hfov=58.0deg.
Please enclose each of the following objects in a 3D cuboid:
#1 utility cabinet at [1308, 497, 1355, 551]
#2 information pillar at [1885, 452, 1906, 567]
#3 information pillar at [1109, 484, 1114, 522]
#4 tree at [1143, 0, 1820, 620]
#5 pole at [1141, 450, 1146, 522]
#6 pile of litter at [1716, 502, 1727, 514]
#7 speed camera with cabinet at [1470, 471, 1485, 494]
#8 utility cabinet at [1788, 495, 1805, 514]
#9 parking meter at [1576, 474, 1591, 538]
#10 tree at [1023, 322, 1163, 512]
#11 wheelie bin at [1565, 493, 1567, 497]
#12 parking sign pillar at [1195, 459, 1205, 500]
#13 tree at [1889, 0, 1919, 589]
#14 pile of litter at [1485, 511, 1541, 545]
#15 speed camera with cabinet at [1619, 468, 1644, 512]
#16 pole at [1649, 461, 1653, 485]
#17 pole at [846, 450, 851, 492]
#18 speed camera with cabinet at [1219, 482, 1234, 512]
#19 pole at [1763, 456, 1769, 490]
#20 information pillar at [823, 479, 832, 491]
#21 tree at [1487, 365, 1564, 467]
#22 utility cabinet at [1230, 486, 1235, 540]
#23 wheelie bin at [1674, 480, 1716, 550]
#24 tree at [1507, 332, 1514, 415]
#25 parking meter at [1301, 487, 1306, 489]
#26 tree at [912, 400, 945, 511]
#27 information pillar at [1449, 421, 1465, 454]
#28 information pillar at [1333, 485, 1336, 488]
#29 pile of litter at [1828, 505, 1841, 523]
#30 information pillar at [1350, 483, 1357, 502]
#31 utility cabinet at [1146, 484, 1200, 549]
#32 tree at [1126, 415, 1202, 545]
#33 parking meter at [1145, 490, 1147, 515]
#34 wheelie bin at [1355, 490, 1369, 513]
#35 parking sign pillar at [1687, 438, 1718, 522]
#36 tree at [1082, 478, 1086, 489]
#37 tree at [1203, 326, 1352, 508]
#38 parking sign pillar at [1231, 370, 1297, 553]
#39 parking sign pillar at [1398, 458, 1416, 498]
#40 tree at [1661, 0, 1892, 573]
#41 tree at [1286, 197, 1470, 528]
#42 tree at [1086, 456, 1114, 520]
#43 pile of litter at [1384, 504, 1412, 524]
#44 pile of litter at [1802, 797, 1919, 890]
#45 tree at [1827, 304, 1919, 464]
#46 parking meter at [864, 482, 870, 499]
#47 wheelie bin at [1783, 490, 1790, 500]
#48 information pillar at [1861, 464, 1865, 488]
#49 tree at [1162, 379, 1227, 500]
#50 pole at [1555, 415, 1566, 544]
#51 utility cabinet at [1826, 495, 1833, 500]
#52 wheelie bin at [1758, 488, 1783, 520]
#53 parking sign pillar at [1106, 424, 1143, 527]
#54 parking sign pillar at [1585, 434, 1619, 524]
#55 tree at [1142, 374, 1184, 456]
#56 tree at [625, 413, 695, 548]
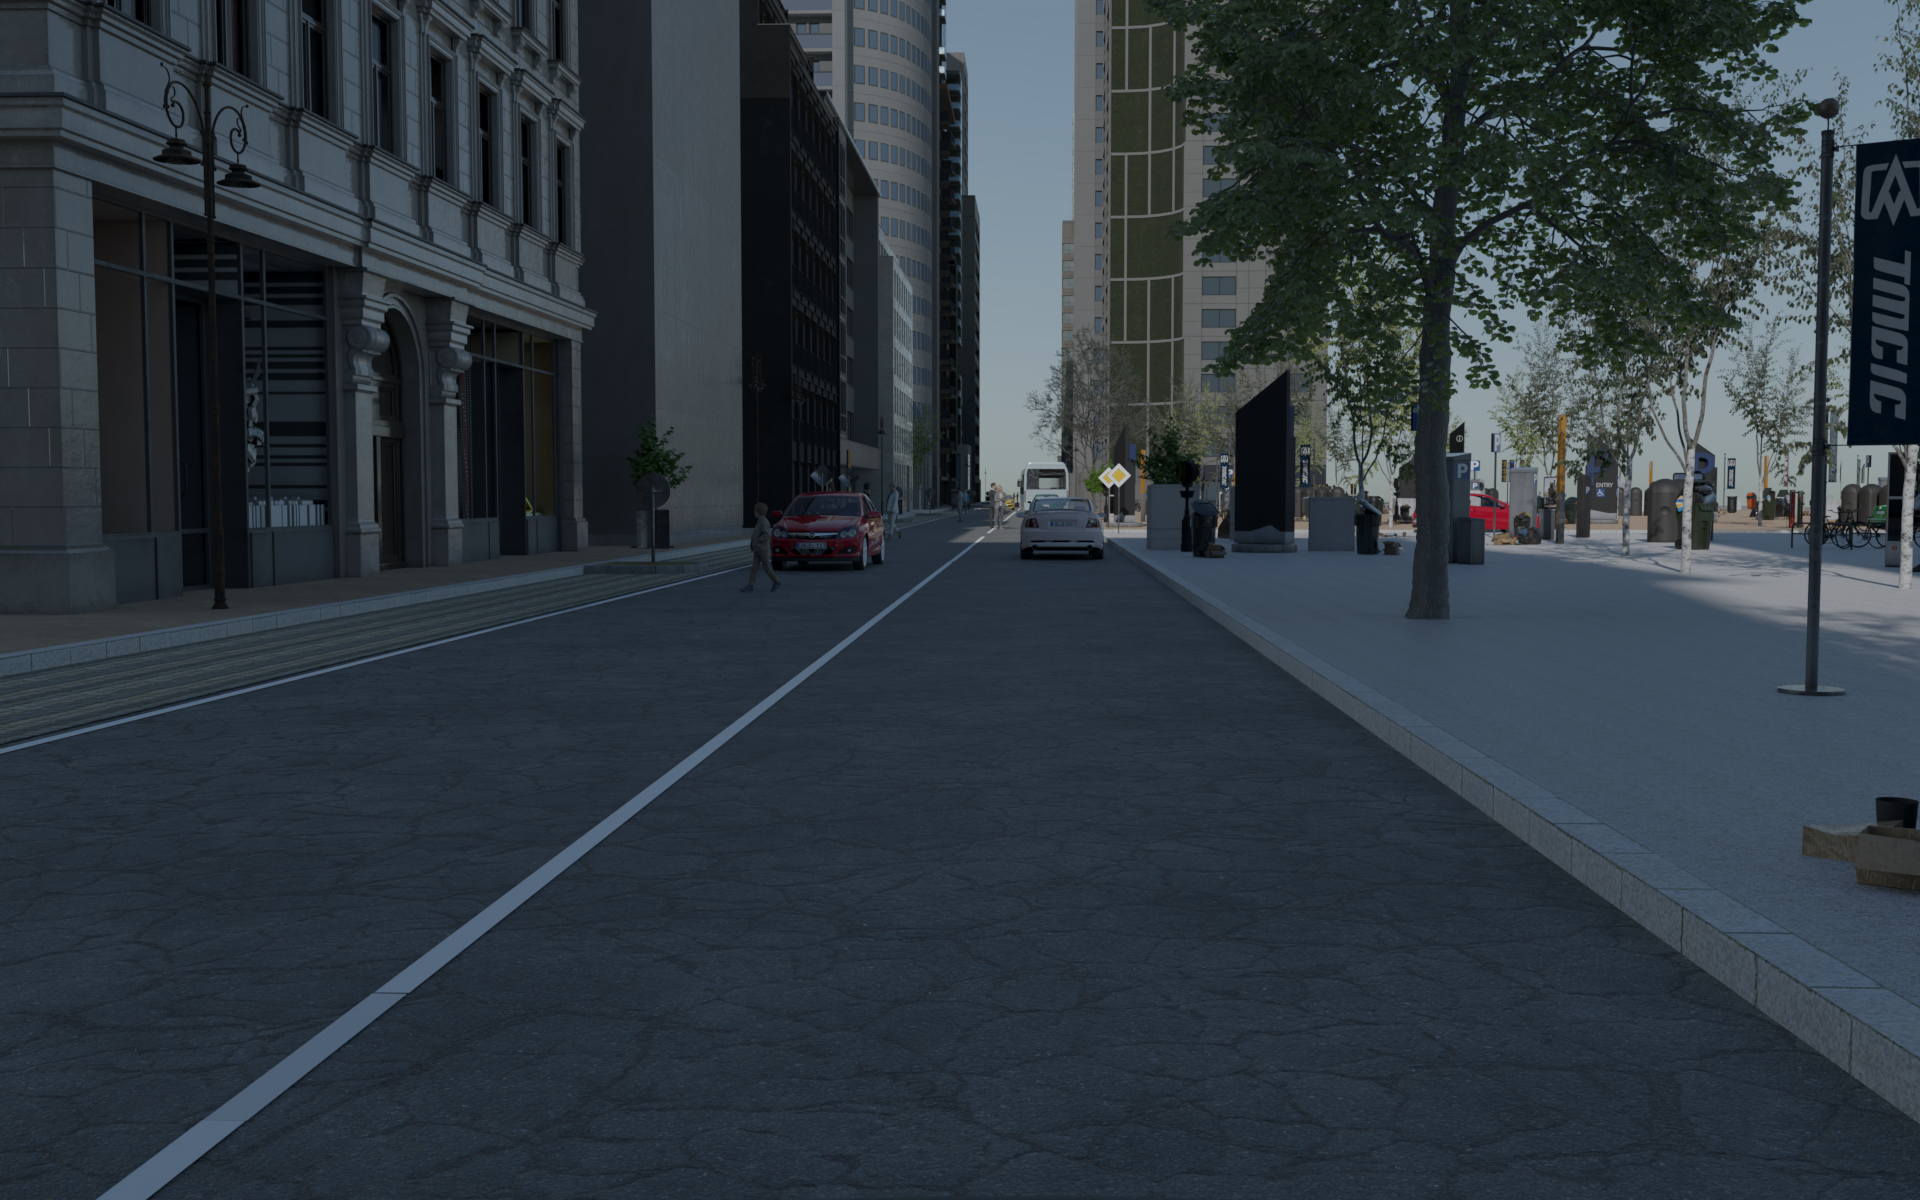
[{"bbox_3d":[8.365,-1.701,38.974,1.020,1.237,0.306,1,4,13],"label":"utility cabinet"},{"bbox_3d":[16.426,-1.582,30.352,0.304,2.012,0.304,3,4,36],"label":"information pillar"},{"bbox_3d":[6.410,-4.173,72.715,0.304,2.012,0.304,1,4,9],"label":"information pillar"},{"bbox_3d":[5.196,-6.095,17.786,7.486,12.596,7.792,0,3,0],"label":"tree"},{"bbox_3d":[8.451,-5.263,79.894,0.158,3.312,0.155,0,3,0],"label":"pole"},{"bbox_3d":[50.174,-6.151,114.533,1.719,0.858,1.176,-1,4,-16],"label":"pile of litter"},{"bbox_3d":[30.435,-6.686,103.647,2.038,3.252,0.660,-2,4,-26],"label":"speed camera with cabinet"},{"bbox_3d":[53.356,-6.082,110.596,1.020,1.237,0.306,2,4,35],"label":"utility cabinet"},{"bbox_3d":[18.334,-2.764,50.903,0.399,1.863,0.255,-3,4,-36],"label":"parking meter"},{"bbox_3d":[9.521,-13.111,124.727,12.009,13.543,11.850,0,3,0],"label":"tree"},{"bbox_3d":[44.484,-7.367,128.356,0.980,1.594,0.693,0,4,-1],"label":"wheelie bin"},{"bbox_3d":[15.784,-7.682,114.070,1.447,3.967,1.447,0,4,0],"label":"parking sign pillar"},{"bbox_3d":[12.839,-4.474,23.521,4.360,8.622,3.978,0,3,0],"label":"tree"},{"bbox_3d":[13.999,-1.828,43.857,1.719,0.858,1.176,-1,4,-20],"label":"pile of litter"},{"bbox_3d":[48.594,-8.032,125.652,2.038,3.252,0.660,1,4,20],"label":"speed camera with cabinet"},{"bbox_3d":[43.009,-6.973,107.853,0.158,3.312,0.155,0,3,0],"label":"pole"},{"bbox_3d":[-5.150,-5.282,80.200,0.158,3.312,0.155,0,3,0],"label":"pole"},{"bbox_3d":[19.562,-7.982,124.845,0.660,3.252,2.038,-2,4,-32],"label":"speed camera with cabinet"},{"bbox_3d":[42.787,-6.002,91.975,0.158,3.312,0.155,0,3,0],"label":"pole"},{"bbox_3d":[-5.514,-4.125,71.932,0.304,2.012,0.304,-3,5,-44],"label":"information pillar"},{"bbox_3d":[32.434,-9.124,99.539,4.737,8.622,4.395,0,3,0],"label":"tree"},{"bbox_3d":[7.841,-2.340,46.940,0.318,1.500,1.173,-2,4,-35],"label":"utility cabinet"},{"bbox_3d":[16.990,-1.961,39.973,0.980,1.594,0.693,-2,4,-28],"label":"wheelie bin"},{"bbox_3d":[13.997,-5.245,36.110,4.360,8.622,3.978,0,3,0],"label":"tree"},{"bbox_3d":[19.514,-5.653,98.129,0.255,1.863,0.399,-1,4,-20],"label":"parking meter"},{"bbox_3d":[-3.340,-11.245,134.224,4.737,8.622,4.395,0,3,0],"label":"tree"},{"bbox_3d":[16.033,-3.946,55.878,0.504,3.616,0.183,2,4,28],"label":"information pillar"},{"bbox_3d":[29.880,-8.165,137.990,0.304,2.012,0.304,3,5,43],"label":"information pillar"},{"bbox_3d":[38.671,-3.789,75.908,1.176,0.858,1.719,1,4,23],"label":"pile of litter"},{"bbox_3d":[26.937,-6.978,118.578,0.304,2.012,0.304,-2,4,-31],"label":"information pillar"},{"bbox_3d":[4.912,-1.914,39.970,1.173,1.500,0.318,-1,4,-11],"label":"utility cabinet"},{"bbox_3d":[5.164,-2.918,42.307,1.663,3.219,1.824,0,3,0],"label":"tree"},{"bbox_3d":[11.395,-5.972,106.048,0.372,1.533,0.369,0,3,0],"label":"parking meter"},{"bbox_3d":[20.947,-5.034,90.221,0.693,1.594,0.980,0,4,6],"label":"wheelie bin"},{"bbox_3d":[34.643,-5.653,80.904,1.447,3.967,1.447,0,4,-1],"label":"parking sign pillar"},{"bbox_3d":[8.607,-6.735,104.719,1.663,3.219,1.824,0,3,0],"label":"tree"},{"bbox_3d":[13.376,-7.511,73.161,4.360,8.622,3.978,0,3,0],"label":"tree"},{"bbox_3d":[6.738,-3.045,38.251,1.447,3.967,1.447,3,5,41],"label":"parking sign pillar"},{"bbox_3d":[31.337,-8.124,121.299,1.447,3.967,1.447,0,4,-3],"label":"parking sign pillar"},{"bbox_3d":[11.799,-4.760,28.191,4.360,8.622,3.978,0,3,0],"label":"tree"},{"bbox_3d":[9.773,-5.606,42.016,4.737,8.622,4.395,0,3,0],"label":"tree"},{"bbox_3d":[7.657,-5.666,87.241,1.663,3.219,1.824,0,3,0],"label":"tree"},{"bbox_3d":[19.392,-3.760,75.440,1.719,0.858,1.176,2,4,33],"label":"pile of litter"},{"bbox_3d":[3.482,0.513,5.582,1.176,0.858,1.719,0,4,3],"label":"pile of litter"},{"bbox_3d":[28.639,-6.244,52.459,4.737,8.622,4.395,0,3,0],"label":"tree"},{"bbox_3d":[-4.679,-4.974,87.036,0.255,1.863,0.399,1,4,13],"label":"parking meter"},{"bbox_3d":[57.448,-6.908,120.847,0.693,1.594,0.980,-2,4,-30],"label":"wheelie bin"},{"bbox_3d":[69.627,-8.699,133.583,0.504,3.616,0.183,-3,5,-44],"label":"information pillar"},{"bbox_3d":[15.120,-9.799,110.571,4.737,8.622,4.395,0,3,0],"label":"tree"},{"bbox_3d":[15.480,-3.105,44.608,0.158,3.312,0.155,0,3,0],"label":"pole"},{"bbox_3d":[59.964,-6.664,120.124,1.020,1.237,0.306,2,4,28],"label":"utility cabinet"},{"bbox_3d":[39.554,-4.704,84.812,0.693,1.594,0.980,0,4,-1],"label":"wheelie bin"},{"bbox_3d":[6.390,-4.821,67.301,1.447,3.967,1.447,-1,4,-15],"label":"parking sign pillar"},{"bbox_3d":[28.651,-5.459,77.724,1.447,3.967,1.447,0,4,1],"label":"parking sign pillar"},{"bbox_3d":[13.005,-9.325,102.827,4.360,8.622,3.978,0,3,0],"label":"tree"},{"bbox_3d":[-7.349,-2.847,41.155,1.663,3.219,1.824,0,3,0],"label":"tree"}]
